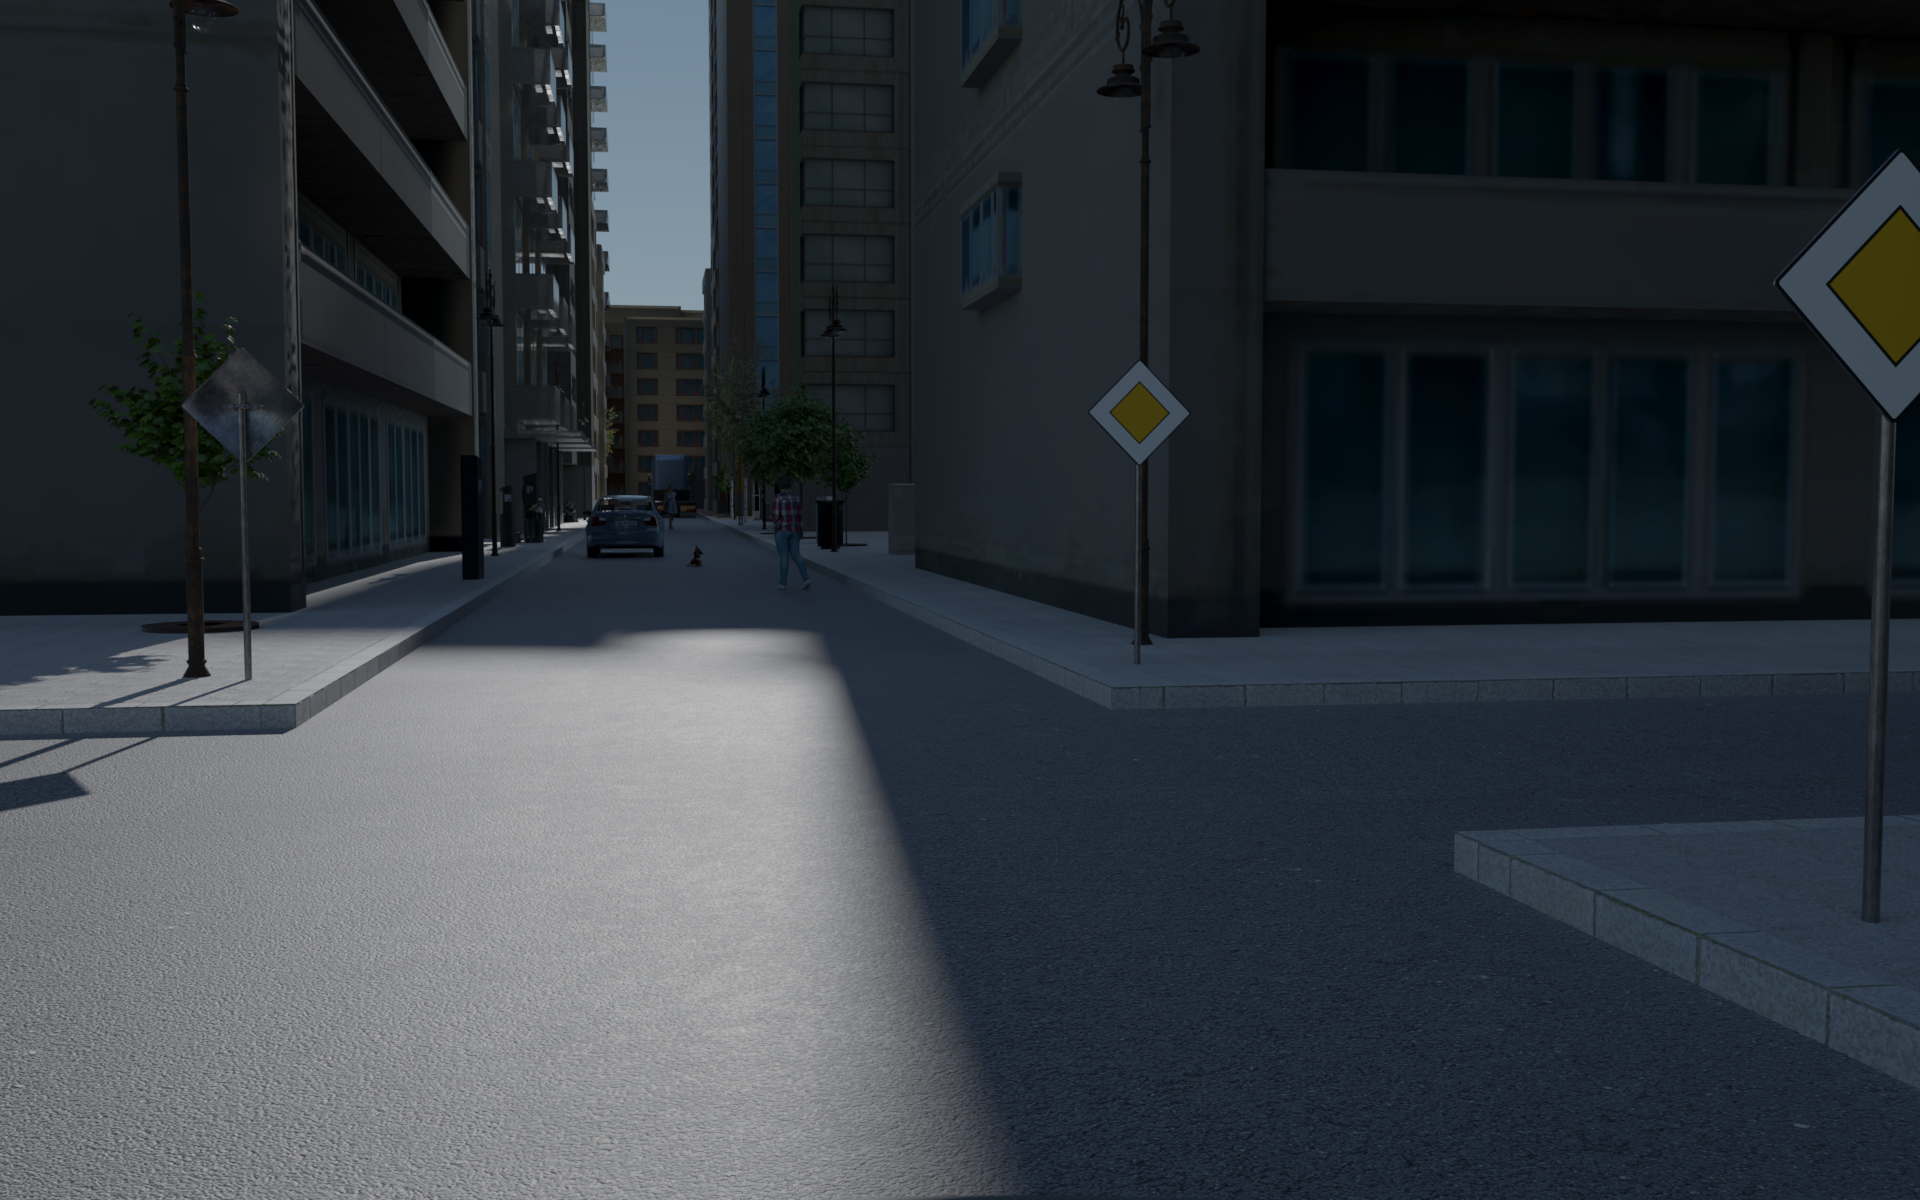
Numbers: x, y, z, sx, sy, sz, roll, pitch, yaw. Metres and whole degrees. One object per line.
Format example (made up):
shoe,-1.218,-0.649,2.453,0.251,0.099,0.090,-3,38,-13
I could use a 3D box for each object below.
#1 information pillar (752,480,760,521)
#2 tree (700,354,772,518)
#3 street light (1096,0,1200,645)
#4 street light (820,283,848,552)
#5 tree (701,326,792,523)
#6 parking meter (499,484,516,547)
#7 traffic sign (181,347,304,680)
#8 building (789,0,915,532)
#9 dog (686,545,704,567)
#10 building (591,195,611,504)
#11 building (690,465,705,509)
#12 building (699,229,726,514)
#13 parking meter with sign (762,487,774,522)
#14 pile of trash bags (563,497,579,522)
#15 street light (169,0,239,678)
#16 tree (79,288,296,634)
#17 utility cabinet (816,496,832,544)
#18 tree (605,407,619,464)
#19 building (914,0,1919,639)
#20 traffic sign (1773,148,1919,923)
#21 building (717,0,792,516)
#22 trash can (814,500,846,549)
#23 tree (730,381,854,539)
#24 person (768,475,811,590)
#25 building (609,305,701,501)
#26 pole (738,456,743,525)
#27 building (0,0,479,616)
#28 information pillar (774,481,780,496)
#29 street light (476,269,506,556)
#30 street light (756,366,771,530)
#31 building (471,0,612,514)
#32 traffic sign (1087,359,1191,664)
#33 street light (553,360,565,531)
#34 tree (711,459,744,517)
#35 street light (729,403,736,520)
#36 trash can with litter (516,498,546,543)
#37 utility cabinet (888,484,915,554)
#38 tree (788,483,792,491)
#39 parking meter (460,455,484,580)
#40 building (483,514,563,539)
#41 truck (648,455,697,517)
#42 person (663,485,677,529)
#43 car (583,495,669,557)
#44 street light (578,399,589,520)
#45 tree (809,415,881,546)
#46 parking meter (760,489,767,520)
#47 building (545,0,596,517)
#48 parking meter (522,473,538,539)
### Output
information pillar,-9.888,-4.861,83.971,0.304,2.012,0.304,-1,4,-22
tree,-11.971,-8.666,92.058,4.737,8.622,4.395,0,3,0
street light,1.555,-2.557,14.603,0.468,5.910,1.993,-1,4,-10
street light,-2.776,-3.995,38.100,0.468,5.910,1.993,-1,4,-10
tree,-9.297,-7.735,76.832,4.360,8.622,3.978,0,3,0
parking meter,-10.981,-2.057,42.041,0.372,1.533,0.369,0,3,0
traffic sign,-4.916,-0.506,11.912,0.795,2.450,0.064,-1,4,-10
building,0.417,-23.368,65.662,14.154,41.232,14.086,-1,4,-10
dog,-5.312,-0.870,34.413,0.550,0.427,0.748,3,4,36
building,-37.383,-16.334,112.106,27.650,21.520,28.899,-1,4,-10
building,-13.356,-43.635,151.683,20.563,71.187,20.611,-1,4,-10
building,-4.851,-17.405,129.611,27.650,21.520,28.899,-1,4,-10
parking meter with sign,-8.324,-5.135,80.226,1.738,3.016,0.543,0,4,-4
pile of trash bags,-18.551,-4.248,79.213,1.912,1.369,3.447,-1,4,-19
street light,-5.368,-2.399,12.007,0.468,5.910,1.993,-1,4,-10
tree,-7.058,-1.328,16.319,1.663,3.219,1.824,0,3,0
utility cabinet,-3.541,-2.092,45.363,0.306,1.237,1.020,0,4,6
tree,-28.262,-11.209,133.630,4.360,8.622,3.978,0,3,0
building,10.319,-24.617,26.190,21.600,48.544,21.300,-1,4,-10
traffic sign,2.731,-0.091,5.135,0.795,2.450,0.064,-1,4,-10
building,-7.658,-27.916,106.543,14.600,45.320,14.200,-1,4,-10
trash can,-3.017,-1.753,40.315,0.748,1.137,0.748,0,3,0
tree,-4.695,-4.063,50.151,4.285,4.588,4.351,0,3,0
person,-2.576,-1.017,25.964,0.563,1.720,0.643,-3,5,-42
building,-40.427,-20.544,180.927,28.899,21.520,27.650,-1,4,-10
pole,-9.053,-4.745,71.429,0.158,3.312,0.155,0,3,0
building,-19.551,-24.587,25.702,21.300,48.544,21.600,-1,4,-10
information pillar,-6.636,-3.607,63.460,0.304,2.012,0.304,1,4,14
street light,-9.640,-3.849,35.716,0.468,5.910,1.993,-1,4,-10
street light,-7.076,-5.485,62.473,0.468,5.910,1.993,-1,4,-10
building,-45.215,-32.195,145.994,30.456,49.044,23.786,-1,4,-10
traffic sign,1.334,-0.572,12.998,0.795,2.450,0.064,-1,4,-10
street light,-13.869,-5.316,59.698,0.468,5.910,1.993,-1,4,-10
tree,-13.074,-6.218,96.267,1.663,3.219,1.824,0,3,0
street light,-11.300,-6.965,86.671,0.468,5.910,1.993,-1,4,-10
trash can with litter,-11.403,-2.079,45.382,1.055,1.170,0.624,0,4,0
utility cabinet,-0.931,-1.723,36.852,1.173,1.500,0.318,-2,4,-27
tree,-8.346,-5.376,82.505,1.663,3.219,1.824,0,3,0
parking meter,-7.350,-1.248,26.108,0.255,1.863,0.399,0,4,-2
building,-25.074,-26.887,59.203,23.786,49.044,30.456,-1,4,-10
truck,-18.891,-7.581,113.701,2.967,4.110,18.799,-1,4,-11
person,-11.791,-3.777,70.344,0.616,1.811,0.778,-2,4,-24
car,-7.833,-1.750,40.618,2.014,1.417,4.499,-1,4,-10
street light,-18.246,-6.805,84.047,0.468,5.910,1.993,-1,4,-10
tree,-2.944,-2.948,42.798,1.663,3.219,1.824,0,3,0
parking meter,-9.826,-4.777,86.511,0.372,1.533,0.369,0,3,0
building,-26.932,-19.583,91.885,14.160,30.474,14.107,-1,4,-10
parking meter,-11.685,-2.532,47.104,0.399,1.863,0.255,0,4,-5
